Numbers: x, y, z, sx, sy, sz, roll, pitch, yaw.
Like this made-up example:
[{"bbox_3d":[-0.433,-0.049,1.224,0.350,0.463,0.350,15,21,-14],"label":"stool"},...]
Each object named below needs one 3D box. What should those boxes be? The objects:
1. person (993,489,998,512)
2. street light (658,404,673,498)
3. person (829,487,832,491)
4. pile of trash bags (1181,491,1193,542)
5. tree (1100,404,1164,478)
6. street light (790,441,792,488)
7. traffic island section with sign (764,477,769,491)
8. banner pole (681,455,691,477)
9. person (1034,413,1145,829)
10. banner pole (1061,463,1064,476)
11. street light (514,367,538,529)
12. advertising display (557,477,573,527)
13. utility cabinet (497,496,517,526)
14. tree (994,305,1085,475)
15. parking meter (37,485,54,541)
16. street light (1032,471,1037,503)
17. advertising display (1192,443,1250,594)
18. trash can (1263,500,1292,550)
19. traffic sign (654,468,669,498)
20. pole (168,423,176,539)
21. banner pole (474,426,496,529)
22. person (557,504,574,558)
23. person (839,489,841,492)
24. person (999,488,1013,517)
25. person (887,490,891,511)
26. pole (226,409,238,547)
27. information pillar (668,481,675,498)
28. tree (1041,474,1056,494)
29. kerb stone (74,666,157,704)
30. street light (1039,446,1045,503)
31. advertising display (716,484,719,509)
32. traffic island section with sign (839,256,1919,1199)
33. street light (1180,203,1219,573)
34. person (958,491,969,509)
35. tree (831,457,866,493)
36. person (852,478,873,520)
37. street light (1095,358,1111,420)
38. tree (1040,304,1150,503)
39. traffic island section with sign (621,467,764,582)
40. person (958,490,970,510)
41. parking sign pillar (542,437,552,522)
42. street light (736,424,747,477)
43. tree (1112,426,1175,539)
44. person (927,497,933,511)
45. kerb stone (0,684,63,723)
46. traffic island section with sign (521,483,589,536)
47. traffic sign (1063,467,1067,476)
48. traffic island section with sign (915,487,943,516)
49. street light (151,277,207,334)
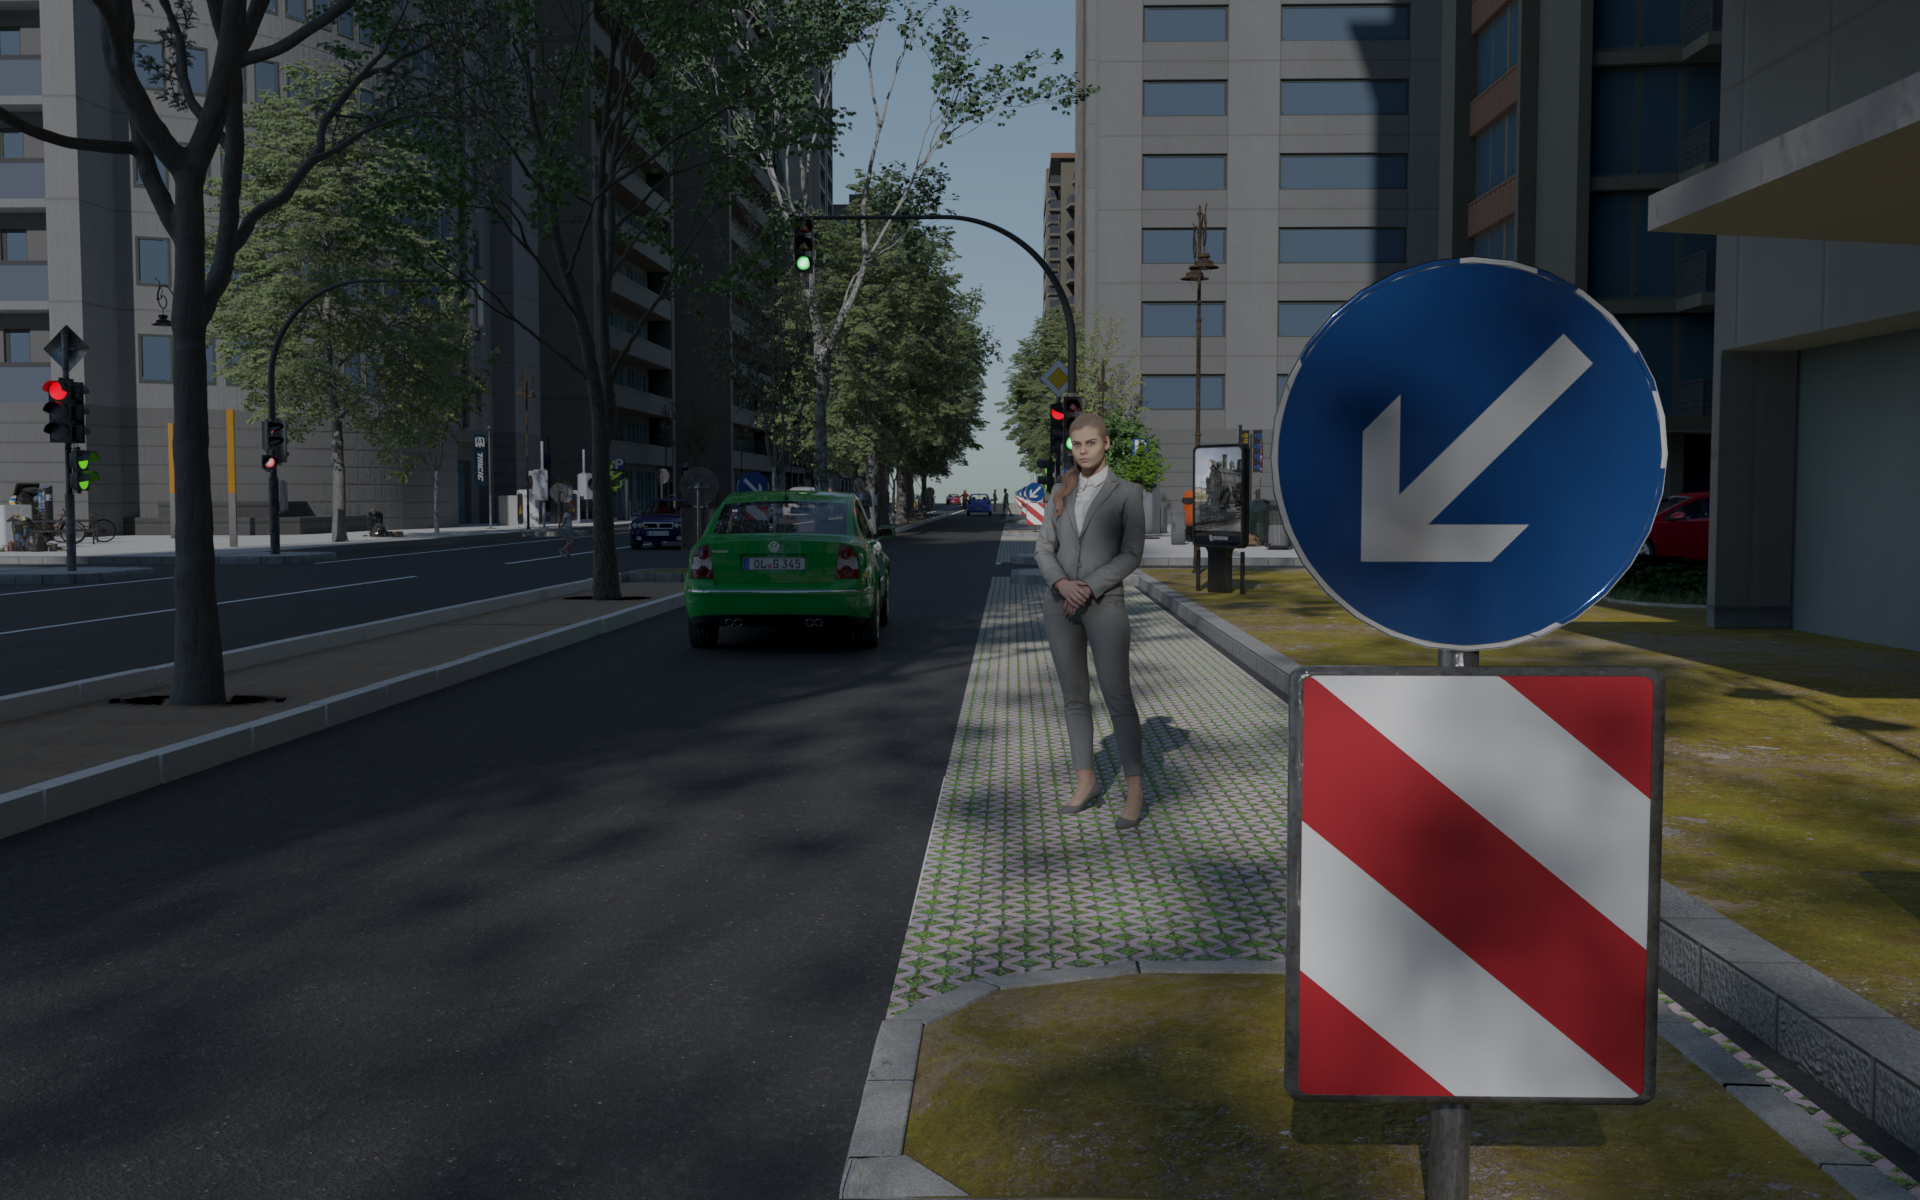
[{"bbox_3d":[2.883,-8.115,141.198,0.705,1.821,1.348,-1,4,-10],"label":"person"},{"bbox_3d":[-15.085,-7.100,88.865,0.468,5.910,1.993,0,4,2],"label":"street light"},{"bbox_3d":[-7.846,-5.943,105.586,0.656,1.842,0.836,1,4,20],"label":"person"},{"bbox_3d":[6.803,-2.257,46.659,1.912,1.369,3.447,2,4,30],"label":"pile of trash bags"},{"bbox_3d":[5.805,-4.875,63.416,4.285,4.588,4.351,0,3,0],"label":"tree"},{"bbox_3d":[-13.558,-10.170,139.062,0.468,5.910,1.993,0,4,2],"label":"street light"},{"bbox_3d":[-4.226,-1.719,36.246,2.006,1.907,1.989,0,4,2],"label":"traffic island section with sign"},{"bbox_3d":[-17.620,-7.459,111.970,0.863,3.779,0.401,1,4,10],"label":"banner pole"},{"bbox_3d":[0.563,0.071,7.611,0.520,1.790,0.573,1,4,11],"label":"person"},{"bbox_3d":[5.342,-6.165,90.822,0.401,3.779,0.863,-1,4,-10],"label":"banner pole"},{"bbox_3d":[-15.730,-5.514,62.941,0.468,5.910,1.993,0,4,2],"label":"street light"},{"bbox_3d":[-15.439,-3.827,67.777,0.123,1.923,0.974,1,4,18],"label":"advertising display"},{"bbox_3d":[-18.248,-3.621,70.372,1.020,1.237,0.306,-2,4,-26],"label":"utility cabinet"},{"bbox_3d":[5.775,-11.388,104.325,7.486,12.596,7.792,0,3,0],"label":"tree"},{"bbox_3d":[-24.988,-2.380,47.328,0.372,1.533,0.369,0,3,0],"label":"parking meter"},{"bbox_3d":[9.661,-15.059,218.995,0.468,5.910,1.993,0,4,2],"label":"street light"},{"bbox_3d":[3.377,-1.055,22.461,0.123,1.923,0.974,-2,4,-33],"label":"advertising display"},{"bbox_3d":[7.329,-1.721,39.795,0.748,1.137,0.748,0,3,0],"label":"trash can"},{"bbox_3d":[-14.799,-5.249,85.933,0.768,2.556,0.104,1,4,9],"label":"traffic sign"},{"bbox_3d":[-22.695,-3.432,49.965,0.158,3.312,0.155,0,3,0],"label":"pole"},{"bbox_3d":[-17.510,-4.510,63.755,0.401,3.779,0.863,3,5,44],"label":"banner pole"},{"bbox_3d":[-8.903,-1.566,39.124,0.382,1.210,0.505,-1,4,-10],"label":"person"},{"bbox_3d":[-9.664,-7.988,139.121,1.348,1.822,0.705,1,4,9],"label":"person"},{"bbox_3d":[2.934,-6.165,109.566,0.850,1.792,0.678,-1,4,-16],"label":"person"},{"bbox_3d":[-5.905,-8.206,143.390,0.721,1.743,1.217,1,4,14],"label":"person"},{"bbox_3d":[-17.591,-2.937,41.857,0.158,3.312,0.155,0,3,0],"label":"pole"},{"bbox_3d":[-16.100,-5.643,96.756,0.304,2.012,0.304,0,4,5],"label":"information pillar"},{"bbox_3d":[7.525,-9.083,143.114,1.663,3.219,1.824,0,3,0],"label":"tree"},{"bbox_3d":[-5.992,0.610,12.223,0.120,0.150,1.000,0,4,2],"label":"kerb stone"},{"bbox_3d":[7.865,-11.548,161.594,0.468,5.910,1.993,0,4,2],"label":"street light"},{"bbox_3d":[-15.502,-6.455,110.760,0.123,1.923,0.974,0,4,-6],"label":"advertising display"},{"bbox_3d":[0.775,0.301,3.705,1.989,1.847,2.006,0,4,2],"label":"traffic island section with sign"},{"bbox_3d":[3.836,-3.369,27.878,0.468,5.910,1.993,0,4,2],"label":"street light"},{"bbox_3d":[0.363,-9.563,165.380,1.217,1.766,0.721,1,4,14],"label":"person"},{"bbox_3d":[-12.131,-15.540,188.484,8.767,10.594,7.601,0,3,0],"label":"tree"},{"bbox_3d":[-2.285,-1.909,39.893,0.537,1.800,0.526,1,4,9],"label":"person"},{"bbox_3d":[4.850,-5.267,58.899,0.468,5.910,1.993,0,4,2],"label":"street light"},{"bbox_3d":[5.230,-7.211,68.259,4.737,8.622,4.395,0,3,0],"label":"tree"},{"bbox_3d":[-4.457,-1.266,28.843,2.006,1.907,1.989,0,4,2],"label":"traffic island section with sign"},{"bbox_3d":[0.467,-8.890,153.808,1.348,1.831,0.705,1,4,15],"label":"person"},{"bbox_3d":[-19.343,-5.654,80.912,1.447,3.967,1.447,-1,4,-16],"label":"parking sign pillar"},{"bbox_3d":[-14.321,-8.612,113.593,0.468,5.910,1.993,0,4,2],"label":"street light"},{"bbox_3d":[5.190,-3.368,49.668,1.663,3.219,1.824,0,3,0],"label":"tree"},{"bbox_3d":[-2.626,-8.557,148.425,0.705,1.822,1.348,-2,4,-31],"label":"person"},{"bbox_3d":[-6.018,0.674,11.193,0.120,0.150,1.000,0,4,2],"label":"kerb stone"},{"bbox_3d":[-13.920,-3.130,59.796,1.989,1.847,2.006,0,4,2],"label":"traffic island section with sign"},{"bbox_3d":[5.027,-4.789,78.404,0.768,2.556,0.104,0,4,6],"label":"traffic sign"},{"bbox_3d":[-1.981,-6.313,111.352,2.006,1.907,1.989,0,4,2],"label":"traffic island section with sign"},{"bbox_3d":[-16.652,-3.932,37.071,0.468,5.910,1.993,0,4,2],"label":"street light"}]
